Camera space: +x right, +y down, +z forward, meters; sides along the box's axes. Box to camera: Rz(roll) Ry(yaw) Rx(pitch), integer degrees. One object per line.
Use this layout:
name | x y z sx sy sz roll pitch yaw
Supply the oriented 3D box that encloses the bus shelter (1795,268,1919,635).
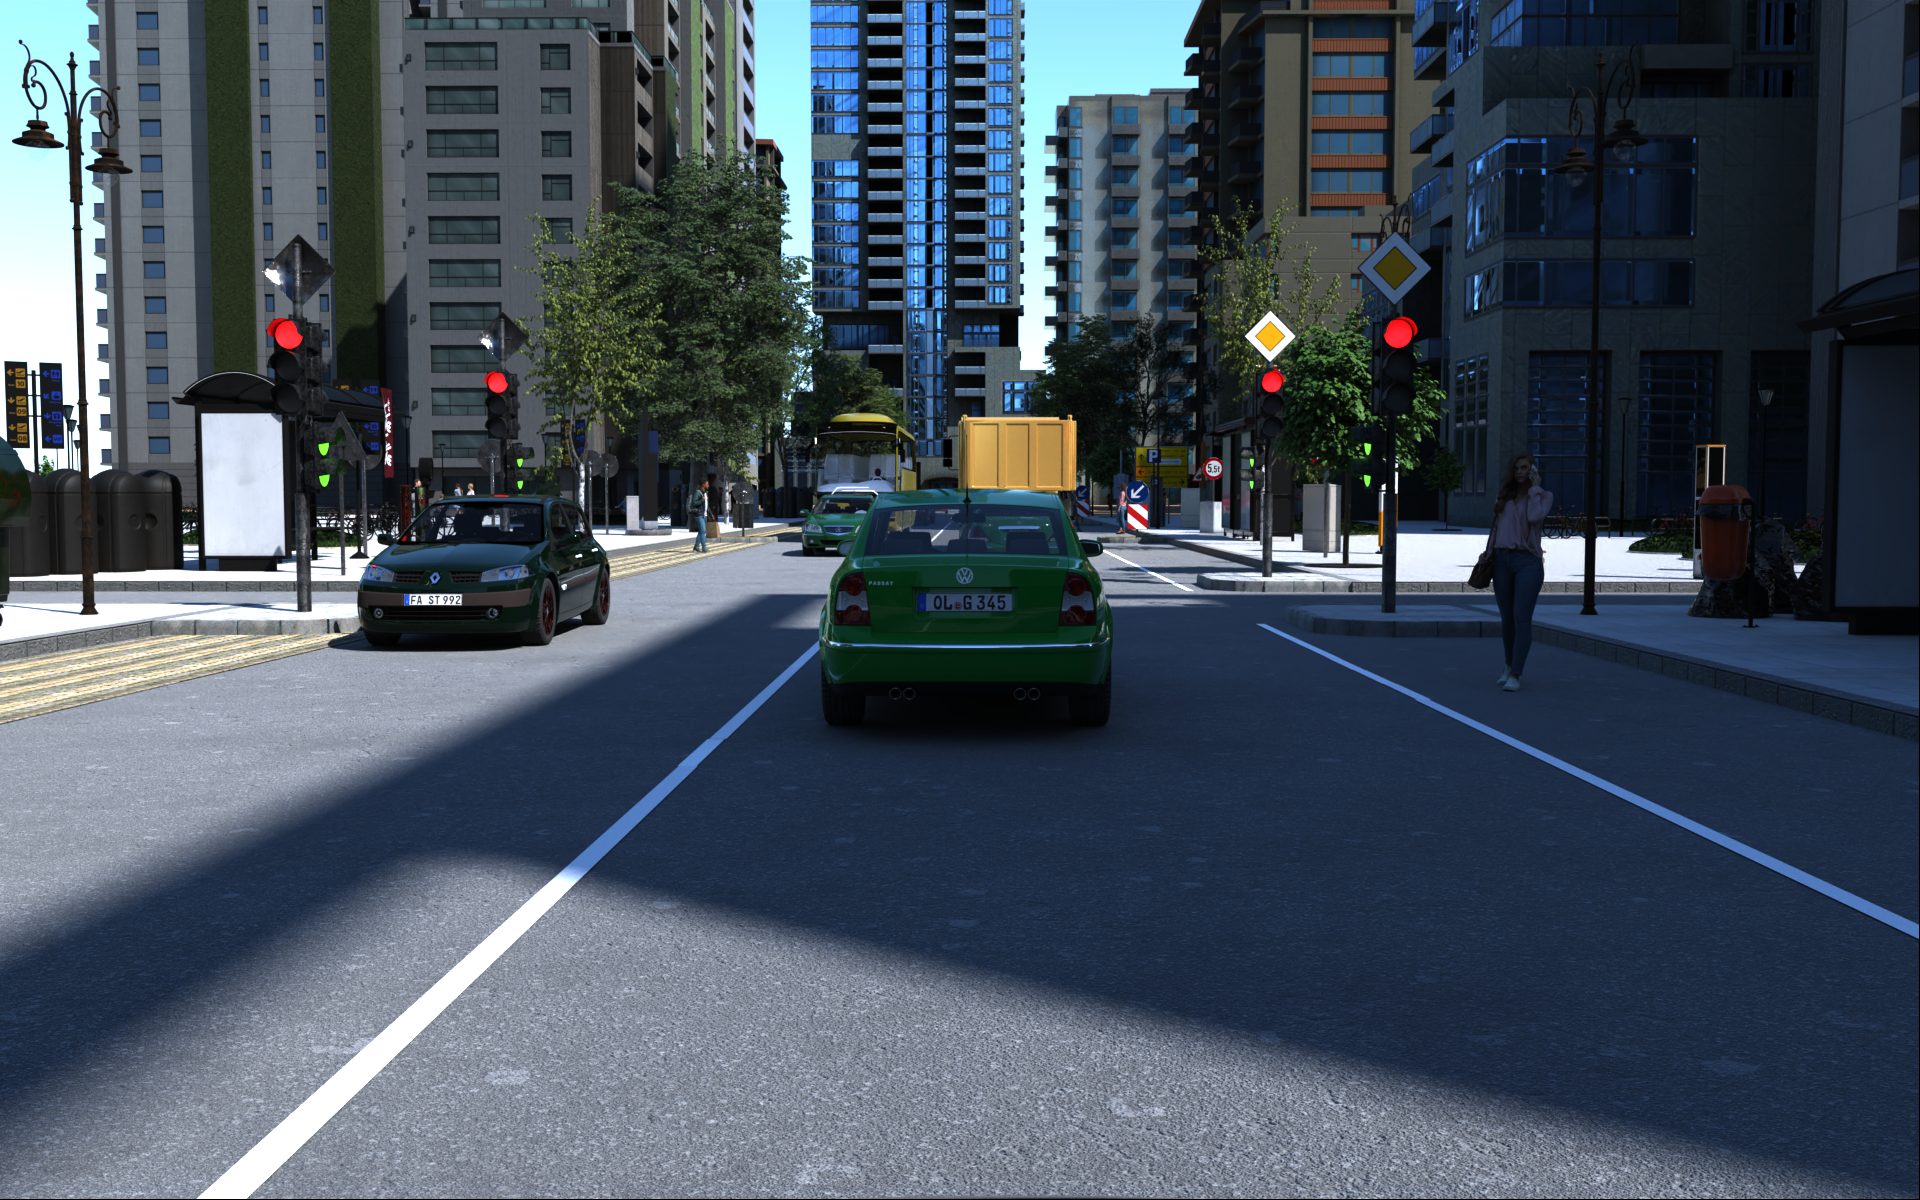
bus shelter | 8.636 -1.178 13.189 2.014 3.302 5.546 0 4 1

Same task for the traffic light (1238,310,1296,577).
traffic light | 4.724 -2.307 26.637 0.839 4.253 0.868 0 4 1

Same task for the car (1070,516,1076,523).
car | 0.900 -1.034 28.708 2.131 1.459 4.920 0 3 0

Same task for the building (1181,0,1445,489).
building | 31.064 -30.332 150.559 22.147 44.769 28.867 0 4 1

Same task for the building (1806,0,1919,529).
building | 41.931 -30.872 46.759 28.212 58.520 21.231 0 4 1

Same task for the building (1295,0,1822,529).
building | 29.027 -46.688 76.015 22.319 86.520 31.000 0 4 1

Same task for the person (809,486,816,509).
person | -10.625 -7.191 123.579 0.705 1.831 1.348 3 4 38

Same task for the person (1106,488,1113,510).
person | 11.768 -7.944 136.660 0.721 1.736 1.217 2 4 27

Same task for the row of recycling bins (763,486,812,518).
row of recycling bins | -9.433 -5.361 94.767 3.534 1.692 1.069 3 5 41

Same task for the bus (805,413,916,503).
bus | -2.935 -3.955 56.204 2.896 3.916 12.252 0 4 1

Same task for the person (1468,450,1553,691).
person | 4.114 -0.227 12.809 0.593 1.750 0.643 3 5 44

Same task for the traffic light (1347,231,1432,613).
traffic light | 4.625 -1.818 18.653 0.839 4.253 0.868 0 4 1

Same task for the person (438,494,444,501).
person | -21.916 -3.850 73.268 0.640 1.303 0.475 1 4 19

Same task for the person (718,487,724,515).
person | -15.026 -6.187 107.918 0.721 1.743 1.217 0 4 4

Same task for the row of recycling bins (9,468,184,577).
row of recycling bins | -14.185 -1.295 28.291 1.069 1.692 3.534 1 4 22

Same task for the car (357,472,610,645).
car | -4.744 -0.480 17.637 2.009 1.686 4.222 0 3 0

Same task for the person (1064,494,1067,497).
person | 10.622 -9.852 167.915 1.217 1.735 0.721 2 4 30

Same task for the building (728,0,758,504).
building | -33.024 -37.600 156.764 28.212 58.520 21.231 0 4 1

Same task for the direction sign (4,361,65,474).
direction sign | -15.874 -2.310 29.771 0.876 3.537 0.379 -2 4 -35

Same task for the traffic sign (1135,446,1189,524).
traffic sign | 8.555 -4.873 73.550 2.265 3.308 0.079 0 4 5

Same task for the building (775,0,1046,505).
building | -5.489 -54.638 205.994 31.000 86.520 22.319 0 4 1

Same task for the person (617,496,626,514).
person | -19.663 -5.484 101.205 1.012 1.151 0.738 -1 4 -20

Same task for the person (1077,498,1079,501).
person | 10.161 -8.713 149.233 0.721 1.736 1.217 0 4 -7

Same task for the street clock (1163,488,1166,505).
street clock | 9.242 -4.558 79.085 0.358 2.002 0.471 3 5 44

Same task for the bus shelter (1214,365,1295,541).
bus shelter | 8.807 -4.496 51.139 2.179 5.291 8.768 0 4 1

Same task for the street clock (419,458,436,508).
street clock | -10.594 -1.826 34.420 0.358 2.002 0.471 -1 4 -9

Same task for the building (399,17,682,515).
building | -25.820 -20.636 109.105 14.160 30.474 14.107 0 4 1

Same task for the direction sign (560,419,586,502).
direction sign | -11.742 -3.708 52.627 0.876 3.537 0.379 1 4 22

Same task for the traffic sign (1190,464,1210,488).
traffic sign | 10.553 -4.655 76.107 0.884 2.594 0.081 1 4 10

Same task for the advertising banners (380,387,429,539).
advertising banners | -9.402 -2.028 29.340 0.090 3.025 2.074 0 4 3

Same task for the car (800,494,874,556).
car | -2.716 -1.822 41.592 2.131 1.459 4.920 0 4 1

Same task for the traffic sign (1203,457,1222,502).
traffic sign | 8.820 -3.679 60.254 0.768 2.556 0.104 0 4 6

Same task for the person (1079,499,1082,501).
person | 10.089 -8.406 144.399 0.541 1.710 0.530 0 4 -7

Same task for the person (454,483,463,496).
person | -24.932 -4.900 86.245 0.778 1.811 0.616 3 4 38

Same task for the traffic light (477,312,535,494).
traffic light | -7.036 -2.315 26.767 0.839 4.253 0.868 0 4 1

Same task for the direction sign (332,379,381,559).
direction sign | -11.958 -2.592 34.382 0.876 3.537 0.379 -1 4 -14

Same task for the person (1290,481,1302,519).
person | 12.165 -3.488 63.423 0.532 1.782 0.716 -2 4 -30

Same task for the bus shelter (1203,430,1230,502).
bus shelter | 10.190 -4.440 63.879 1.731 3.624 6.357 0 4 1

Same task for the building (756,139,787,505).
building | -35.794 -33.798 207.217 28.867 44.769 22.147 0 4 1

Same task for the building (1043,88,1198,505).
building | 25.244 -35.945 207.312 30.456 49.044 23.786 0 4 1

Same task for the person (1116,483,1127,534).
person | 5.803 -3.266 61.913 0.388 1.821 0.555 1 4 16

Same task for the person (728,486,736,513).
person | -15.692 -6.998 120.083 1.348 1.869 0.705 -1 4 -9

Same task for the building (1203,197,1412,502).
building | 32.924 -16.965 122.414 27.650 21.520 28.899 0 4 1

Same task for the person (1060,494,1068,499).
person | 10.827 -10.503 180.741 1.217 1.766 0.721 -3 5 -40

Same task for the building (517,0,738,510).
building | -25.766 -27.761 137.484 14.154 41.232 14.086 0 4 1

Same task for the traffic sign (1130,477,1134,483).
traffic sign | 10.040 -6.070 99.353 0.768 2.556 0.104 0 4 4

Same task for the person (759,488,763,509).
person | -17.369 -8.948 152.372 1.348 1.821 0.705 3 5 45

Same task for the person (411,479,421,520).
person | -18.436 -3.235 59.143 0.583 1.804 0.606 0 4 4

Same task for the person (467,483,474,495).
person | -20.941 -4.143 74.454 0.598 1.740 0.731 -3 5 -43

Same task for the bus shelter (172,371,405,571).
bus shelter | -11.884 -2.280 31.199 2.014 3.302 5.546 0 4 1

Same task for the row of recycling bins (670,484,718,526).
row of recycling bins | -10.515 -3.760 68.589 1.069 1.692 3.534 -2 4 -30

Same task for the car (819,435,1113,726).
car | 0.063 -0.201 12.078 1.959 1.807 4.718 0 4 1

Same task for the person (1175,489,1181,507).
person | 22.204 -10.263 173.839 1.348 1.824 0.705 0 4 -6

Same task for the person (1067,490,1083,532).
person | 4.363 -3.475 65.598 0.573 1.790 0.520 1 4 12

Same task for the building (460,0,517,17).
building | -26.285 -26.885 123.157 14.154 41.232 14.086 0 4 1

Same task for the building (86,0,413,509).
building | -61.242 -37.586 156.524 28.212 58.520 21.231 0 4 1

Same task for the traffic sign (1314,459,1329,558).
traffic sign | 7.382 -2.128 34.900 0.768 2.556 0.104 0 4 4

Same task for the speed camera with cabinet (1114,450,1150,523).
speed camera with cabinet | 7.971 -5.133 78.265 2.038 3.252 0.660 0 4 5

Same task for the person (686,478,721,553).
person | -6.212 -2.049 41.986 0.713 1.824 0.794 2 4 34

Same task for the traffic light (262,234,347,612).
traffic light | -7.136 -1.826 18.783 0.839 4.253 0.868 0 4 1
